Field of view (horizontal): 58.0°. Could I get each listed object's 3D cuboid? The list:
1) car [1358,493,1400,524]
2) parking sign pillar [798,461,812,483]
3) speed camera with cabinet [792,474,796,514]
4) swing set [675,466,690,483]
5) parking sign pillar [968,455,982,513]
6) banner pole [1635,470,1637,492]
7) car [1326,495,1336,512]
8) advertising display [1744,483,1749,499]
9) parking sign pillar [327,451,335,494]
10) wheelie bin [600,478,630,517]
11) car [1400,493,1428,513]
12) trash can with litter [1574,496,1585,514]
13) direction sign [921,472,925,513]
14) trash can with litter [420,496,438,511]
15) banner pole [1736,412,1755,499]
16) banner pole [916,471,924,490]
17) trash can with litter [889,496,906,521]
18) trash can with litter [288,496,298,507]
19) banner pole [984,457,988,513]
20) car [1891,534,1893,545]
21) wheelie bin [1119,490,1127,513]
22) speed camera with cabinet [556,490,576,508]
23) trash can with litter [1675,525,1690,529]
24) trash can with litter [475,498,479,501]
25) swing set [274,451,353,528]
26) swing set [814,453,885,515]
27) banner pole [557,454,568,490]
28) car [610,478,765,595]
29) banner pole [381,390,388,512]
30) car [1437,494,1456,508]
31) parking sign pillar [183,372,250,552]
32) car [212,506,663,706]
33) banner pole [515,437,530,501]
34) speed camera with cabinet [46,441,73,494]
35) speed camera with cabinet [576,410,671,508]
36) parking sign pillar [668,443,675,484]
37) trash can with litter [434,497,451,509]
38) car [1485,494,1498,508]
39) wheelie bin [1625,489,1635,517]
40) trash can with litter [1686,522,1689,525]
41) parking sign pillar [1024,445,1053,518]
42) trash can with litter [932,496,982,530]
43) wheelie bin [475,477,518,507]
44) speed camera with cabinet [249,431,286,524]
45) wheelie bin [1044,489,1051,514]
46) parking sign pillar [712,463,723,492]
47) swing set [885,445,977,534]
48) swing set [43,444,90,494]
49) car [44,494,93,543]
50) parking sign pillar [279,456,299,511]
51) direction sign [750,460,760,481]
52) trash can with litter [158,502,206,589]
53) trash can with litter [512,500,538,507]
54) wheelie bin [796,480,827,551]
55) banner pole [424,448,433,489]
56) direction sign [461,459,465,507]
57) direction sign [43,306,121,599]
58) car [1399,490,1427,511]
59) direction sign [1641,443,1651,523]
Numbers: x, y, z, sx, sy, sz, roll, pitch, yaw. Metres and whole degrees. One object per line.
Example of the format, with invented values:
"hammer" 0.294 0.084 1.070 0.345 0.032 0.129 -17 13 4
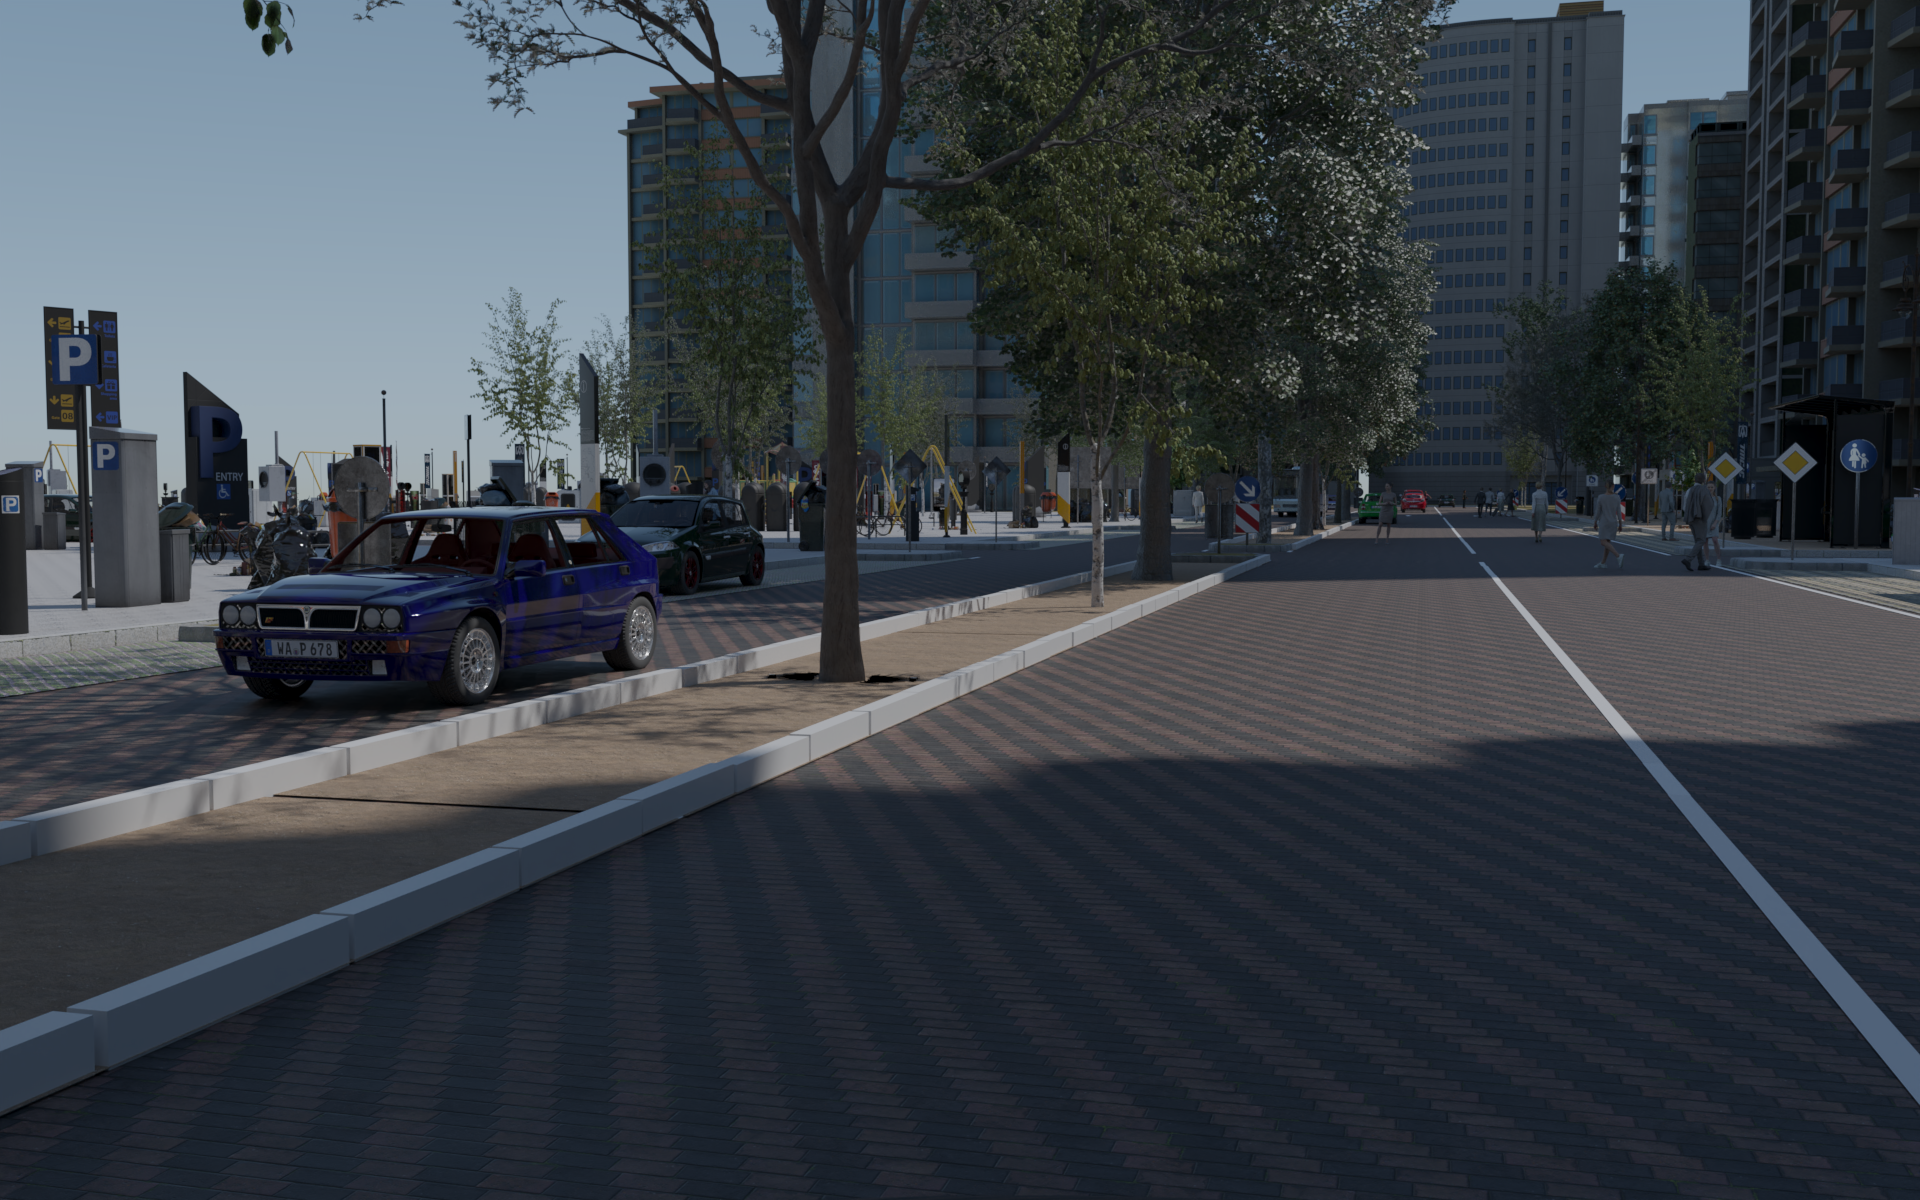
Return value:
"car" 20.371 -4.618 84.295 1.959 1.807 4.718 1 4 15
"parking sign pillar" -11.143 -8.327 124.623 1.447 3.967 1.447 -1 4 -11
"speed camera with cabinet" -10.765 -7.200 112.058 0.660 3.252 2.038 0 4 7
"swing set" -16.276 -6.101 97.365 2.862 2.851 3.119 -3 4 -39
"parking sign pillar" 0.776 -8.060 120.258 1.447 3.967 1.447 3 4 38
"banner pole" 37.436 -6.451 95.498 0.863 3.779 0.401 -2 4 -33
"car" 29.082 -7.471 134.729 1.945 1.354 3.894 1 4 16
"advertising display" 44.766 -5.661 97.765 0.123 1.923 0.974 -3 5 -41
"parking sign pillar" -38.827 -7.255 107.089 1.447 3.967 1.447 -1 4 -18
"wheelie bin" -6.924 -1.604 34.129 0.693 1.594 0.980 2 4 33
"car" 35.039 -7.624 133.687 2.155 1.783 4.494 1 4 15
"trash can with litter" 39.707 -6.096 111.057 0.624 1.170 1.055 1 4 20
"direction sign" -2.484 -7.575 115.855 0.379 3.537 0.876 0 4 -1
"trash can with litter" -16.615 -2.564 52.984 2.233 1.210 1.678 0 4 -8
"banner pole" 23.882 -3.832 52.663 0.863 3.779 0.401 -2 4 -26
"banner pole" -2.875 -8.045 121.558 0.863 3.779 0.401 -2 4 -28
"trash can with litter" -3.032 -4.287 81.486 1.055 1.170 0.624 -1 4 -12
"trash can with litter" -30.356 -4.170 79.239 2.233 1.210 1.678 2 4 31
"banner pole" 1.735 -7.693 115.796 0.401 3.779 0.863 1 4 21
"car" 22.087 -1.672 36.132 4.718 1.807 1.959 1 4 13
"wheelie bin" 11.110 -6.828 119.543 0.693 1.594 0.980 1 4 17
"speed camera with cabinet" -16.443 -4.958 75.398 2.038 3.252 0.660 0 4 3
"trash can with litter" 27.253 -3.256 64.298 2.233 1.210 1.678 -1 4 -16
"trash can with litter" -14.119 -2.483 51.989 0.624 1.170 1.055 -3 4 -38
"swing set" -23.564 -4.075 64.250 2.862 2.851 3.119 1 4 15
"swing set" -4.042 -4.143 65.357 2.862 2.851 3.119 3 4 38
"banner pole" -24.554 -7.174 107.306 0.863 3.779 0.401 -1 4 -14
"car" -4.292 -0.977 25.764 2.009 1.686 4.222 1 4 15
"banner pole" -13.908 -3.176 41.941 0.401 3.779 0.863 -1 4 -16
"car" 51.829 -10.683 184.452 2.009 1.686 4.222 1 4 15
"parking sign pillar" -16.598 -3.071 38.688 1.447 3.967 1.447 2 4 32
"car" -3.763 -0.032 13.111 1.945 1.354 3.894 1 4 16
"banner pole" -19.000 -5.225 75.440 0.863 3.779 0.401 0 4 7
"speed camera with cabinet" -33.115 -4.245 63.743 0.660 3.252 2.038 -2 4 -35
"speed camera with cabinet" -7.801 -2.816 40.382 2.038 3.252 0.660 0 4 -5
"parking sign pillar" -15.384 -6.296 91.415 1.447 3.967 1.447 0 4 2
"trash can with litter" -17.388 -2.815 57.418 0.624 1.170 1.055 1 4 9
"car" 52.266 -9.757 169.314 2.009 1.686 4.222 1 4 17
"wheelie bin" 37.992 -5.554 98.718 0.980 1.594 0.693 1 4 13
"trash can with litter" 30.735 -3.714 72.118 1.055 1.170 0.624 2 4 26
"parking sign pillar" 4.022 -6.515 94.985 1.447 3.967 1.447 -3 5 -44
"trash can with litter" -0.224 -3.157 62.676 1.678 1.210 2.233 -1 4 -13
"wheelie bin" -8.421 -1.445 31.527 0.693 1.594 0.980 -2 4 -30
"speed camera with cabinet" -22.028 -3.685 54.579 2.038 3.252 0.660 3 5 41
"wheelie bin" 5.506 -6.323 111.282 0.980 1.594 0.693 1 4 20
"parking sign pillar" -12.955 -6.420 93.445 1.447 3.967 1.447 1 4 14
"swing set" -0.935 -3.626 56.900 2.862 2.851 3.119 0 4 -2
"swing set" -27.851 -3.536 55.434 2.862 2.851 3.119 1 4 13
"car" -23.936 -2.285 47.147 4.222 1.686 2.009 1 4 15
"parking sign pillar" -46.312 -7.995 119.188 1.447 3.967 1.447 2 4 32
"direction sign" -13.556 -7.496 114.564 0.379 3.537 0.876 3 5 43
"trash can with litter" -10.546 -0.701 22.853 0.624 1.170 1.055 1 4 21
"trash can with litter" -7.552 -1.178 30.640 0.624 1.170 1.055 1 4 17
"wheelie bin" -3.292 -1.903 39.017 0.693 1.594 0.980 0 4 5
"banner pole" -28.899 -6.384 94.390 0.401 3.779 0.863 2 4 24
"direction sign" -33.824 -7.699 117.879 0.379 3.537 0.876 0 4 -6
"direction sign" -10.749 -1.791 21.281 0.379 3.537 0.876 3 4 38
"car" 38.716 -8.521 147.991 2.281 1.827 5.304 1 4 13
"direction sign" 30.543 -5.200 77.013 0.379 3.537 0.876 0 4 6
